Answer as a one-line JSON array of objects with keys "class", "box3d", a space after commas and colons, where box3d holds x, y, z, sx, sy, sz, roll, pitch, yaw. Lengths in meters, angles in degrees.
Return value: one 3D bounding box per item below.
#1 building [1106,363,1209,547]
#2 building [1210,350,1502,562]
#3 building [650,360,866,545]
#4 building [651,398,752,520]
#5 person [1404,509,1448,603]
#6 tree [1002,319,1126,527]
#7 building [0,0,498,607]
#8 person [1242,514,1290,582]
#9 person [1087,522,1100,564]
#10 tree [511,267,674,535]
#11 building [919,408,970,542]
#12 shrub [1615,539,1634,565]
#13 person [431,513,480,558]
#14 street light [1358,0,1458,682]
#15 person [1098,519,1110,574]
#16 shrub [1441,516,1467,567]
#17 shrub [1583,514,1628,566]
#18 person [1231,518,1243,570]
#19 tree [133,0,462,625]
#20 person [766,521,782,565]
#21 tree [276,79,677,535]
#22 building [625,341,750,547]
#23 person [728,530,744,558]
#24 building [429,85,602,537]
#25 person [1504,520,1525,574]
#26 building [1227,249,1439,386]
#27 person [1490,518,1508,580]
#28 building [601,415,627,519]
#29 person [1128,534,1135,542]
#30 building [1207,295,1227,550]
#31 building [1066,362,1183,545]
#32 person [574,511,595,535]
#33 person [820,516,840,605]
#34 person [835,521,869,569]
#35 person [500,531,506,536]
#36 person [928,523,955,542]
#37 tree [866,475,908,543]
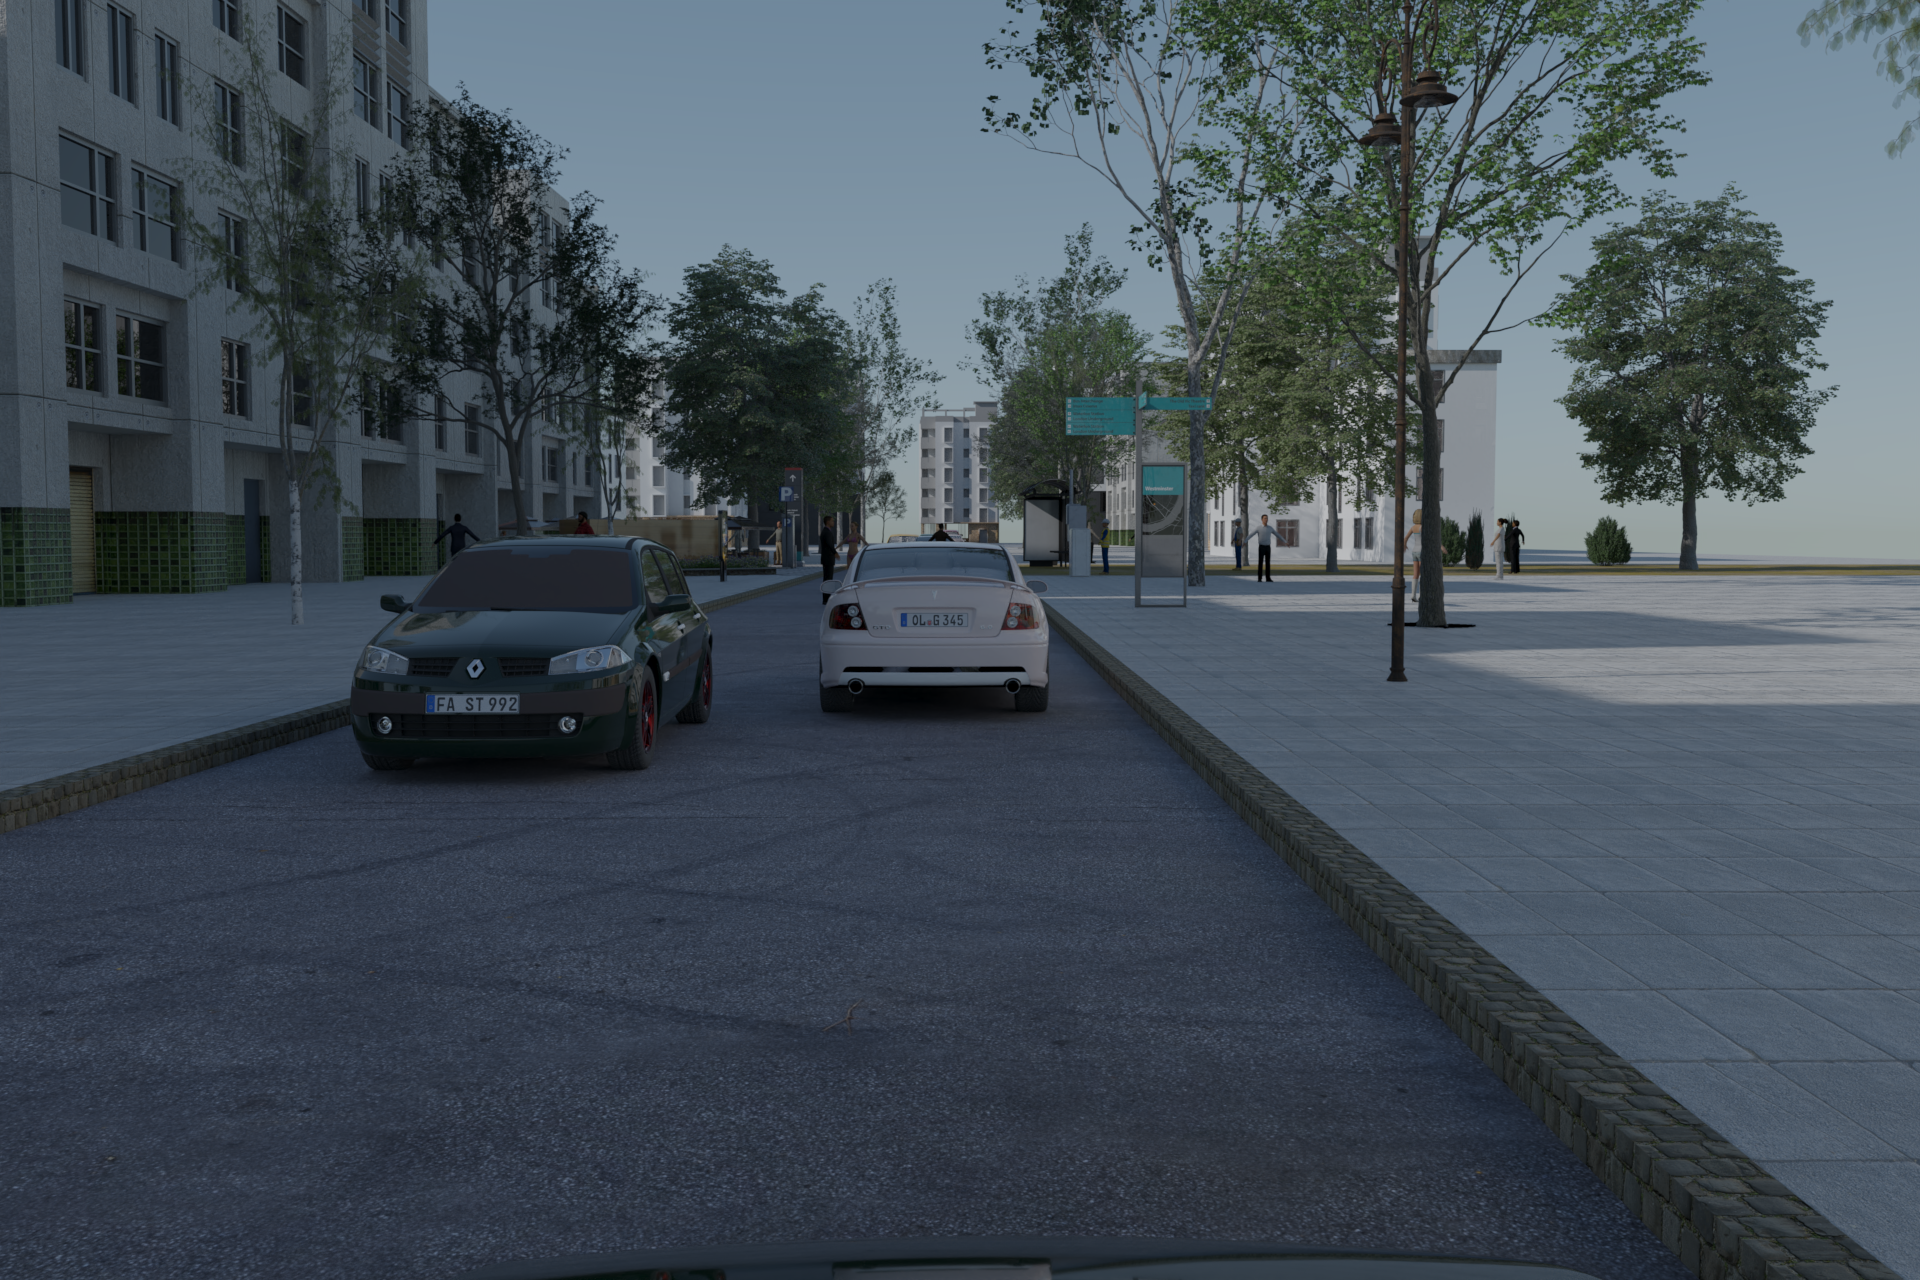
[{"class": "building", "box3d": [25.679, -19.636, 187.503, 16.747, 18.905, 31.486, 0, 4, 0]}, {"class": "building", "box3d": [19.984, -9.226, 92.995, 9.099, 9.664, 28.070, 0, 4, 0]}, {"class": "building", "box3d": [-26.608, -22.891, 218.236, 27.936, 21.610, 32.646, 0, 4, 0]}, {"class": "building", "box3d": [-28.959, -20.263, 187.720, 16.016, 20.090, 11.380, 0, 4, 0]}, {"class": "person", "box3d": [8.663, -1.575, 32.364, 0.721, 1.753, 1.214, -2, 4, -24]}, {"class": "tree", "box3d": [4.140, -6.630, 58.756, 4.360, 8.622, 3.978, 0, 3, 0]}, {"class": "building", "box3d": [-24.790, -10.949, 45.482, 16.747, 18.905, 31.486, 0, 4, 0]}, {"class": "person", "box3d": [8.161, -2.458, 46.349, 1.344, 1.810, 0.704, -1, 4, -12]}, {"class": "person", "box3d": [5.674, -4.229, 75.278, 0.705, 1.813, 1.348, -3, 4, -38]}, {"class": "tree", "box3d": [-9.157, -5.857, 46.132, 4.360, 8.622, 3.978, 0, 3, 0]}, {"class": "building", "box3d": [-5.616, -23.990, 251.108, 11.380, 20.090, 16.016, 0, 4, 8]}, {"class": "shrub", "box3d": [27.786, -3.773, 72.810, 1.383, 1.207, 1.383, 0, 3, 0]}, {"class": "person", "box3d": [-13.158, -2.408, 45.413, 1.345, 1.823, 0.704, -1, 4, -18]}, {"class": "street light", "box3d": [3.815, -2.578, 14.935, 0.468, 5.910, 1.993, 0, 4, 0]}, {"class": "person", "box3d": [4.553, -2.981, 55.197, 0.721, 1.772, 1.216, 1, 4, 13]}, {"class": "shrub", "box3d": [18.902, -3.847, 67.324, 1.690, 2.028, 1.600, 0, 3, 0]}, {"class": "shrub", "box3d": [25.716, -3.969, 68.938, 1.661, 2.075, 1.752, 0, 3, 0]}, {"class": "person", "box3d": [9.815, -3.388, 61.255, 0.705, 1.847, 1.347, 0, 4, -3]}, {"class": "tree", "box3d": [-9.652, -4.524, 24.327, 4.360, 8.622, 3.978, 0, 3, 0]}, {"class": "person", "box3d": [-7.399, -3.956, 70.946, 1.348, 1.796, 0.705, 3, 5, 40]}, {"class": "tree", "box3d": [-9.315, -6.208, 35.913, 7.601, 10.594, 8.767, 2, 4, 26]}, {"class": "building", "box3d": [-27.163, -19.193, 170.225, 16.016, 20.090, 11.380, 0, 4, 0]}, {"class": "person", "box3d": [-10.029, -4.398, 78.086, 0.705, 1.806, 1.347, 1, 4, 23]}, {"class": "building", "box3d": [-29.183, -13.326, 84.332, 16.747, 18.905, 31.486, 0, 4, 0]}, {"class": "person", "box3d": [17.884, -3.014, 56.004, 1.216, 1.740, 0.721, -3, 4, -36]}, {"class": "building", "box3d": [23.989, -16.239, 121.931, 16.016, 20.090, 11.380, 0, 4, 0]}, {"class": "person", "box3d": [15.094, -2.565, 48.701, 0.721, 1.739, 1.217, 2, 4, 29]}, {"class": "building", "box3d": [-27.161, -10.763, 118.129, 9.099, 9.664, 28.070, 0, 4, 1]}, {"class": "person", "box3d": [8.841, -4.797, 84.621, 1.347, 1.806, 0.705, -2, 4, -29]}, {"class": "building", "box3d": [24.964, -17.222, 137.995, 16.016, 20.090, 11.380, 0, 4, 0]}, {"class": "building", "box3d": [25.227, -23.106, 221.758, 27.936, 21.610, 32.646, 0, 4, 0]}, {"class": "person", "box3d": [-8.860, -2.111, 40.617, 0.704, 1.816, 1.345, -3, 5, -43]}, {"class": "person", "box3d": [-2.643, -1.615, 35.086, 0.704, 1.802, 1.346, -1, 4, -13]}, {"class": "person", "box3d": [-2.570, -1.947, 41.086, 1.217, 1.733, 0.721, 2, 4, 35]}, {"class": "person", "box3d": [-18.999, -3.865, 72.457, 0.599, 1.433, 0.991, -3, 4, -37]}, {"class": "person", "box3d": [-0.616, -3.059, 58.609, 1.346, 1.812, 0.704, 2, 4, 27]}, {"class": "tree", "box3d": [-10.880, -19.343, 250.673, 7.601, 10.594, 8.767, 0, 4, 6]}]
